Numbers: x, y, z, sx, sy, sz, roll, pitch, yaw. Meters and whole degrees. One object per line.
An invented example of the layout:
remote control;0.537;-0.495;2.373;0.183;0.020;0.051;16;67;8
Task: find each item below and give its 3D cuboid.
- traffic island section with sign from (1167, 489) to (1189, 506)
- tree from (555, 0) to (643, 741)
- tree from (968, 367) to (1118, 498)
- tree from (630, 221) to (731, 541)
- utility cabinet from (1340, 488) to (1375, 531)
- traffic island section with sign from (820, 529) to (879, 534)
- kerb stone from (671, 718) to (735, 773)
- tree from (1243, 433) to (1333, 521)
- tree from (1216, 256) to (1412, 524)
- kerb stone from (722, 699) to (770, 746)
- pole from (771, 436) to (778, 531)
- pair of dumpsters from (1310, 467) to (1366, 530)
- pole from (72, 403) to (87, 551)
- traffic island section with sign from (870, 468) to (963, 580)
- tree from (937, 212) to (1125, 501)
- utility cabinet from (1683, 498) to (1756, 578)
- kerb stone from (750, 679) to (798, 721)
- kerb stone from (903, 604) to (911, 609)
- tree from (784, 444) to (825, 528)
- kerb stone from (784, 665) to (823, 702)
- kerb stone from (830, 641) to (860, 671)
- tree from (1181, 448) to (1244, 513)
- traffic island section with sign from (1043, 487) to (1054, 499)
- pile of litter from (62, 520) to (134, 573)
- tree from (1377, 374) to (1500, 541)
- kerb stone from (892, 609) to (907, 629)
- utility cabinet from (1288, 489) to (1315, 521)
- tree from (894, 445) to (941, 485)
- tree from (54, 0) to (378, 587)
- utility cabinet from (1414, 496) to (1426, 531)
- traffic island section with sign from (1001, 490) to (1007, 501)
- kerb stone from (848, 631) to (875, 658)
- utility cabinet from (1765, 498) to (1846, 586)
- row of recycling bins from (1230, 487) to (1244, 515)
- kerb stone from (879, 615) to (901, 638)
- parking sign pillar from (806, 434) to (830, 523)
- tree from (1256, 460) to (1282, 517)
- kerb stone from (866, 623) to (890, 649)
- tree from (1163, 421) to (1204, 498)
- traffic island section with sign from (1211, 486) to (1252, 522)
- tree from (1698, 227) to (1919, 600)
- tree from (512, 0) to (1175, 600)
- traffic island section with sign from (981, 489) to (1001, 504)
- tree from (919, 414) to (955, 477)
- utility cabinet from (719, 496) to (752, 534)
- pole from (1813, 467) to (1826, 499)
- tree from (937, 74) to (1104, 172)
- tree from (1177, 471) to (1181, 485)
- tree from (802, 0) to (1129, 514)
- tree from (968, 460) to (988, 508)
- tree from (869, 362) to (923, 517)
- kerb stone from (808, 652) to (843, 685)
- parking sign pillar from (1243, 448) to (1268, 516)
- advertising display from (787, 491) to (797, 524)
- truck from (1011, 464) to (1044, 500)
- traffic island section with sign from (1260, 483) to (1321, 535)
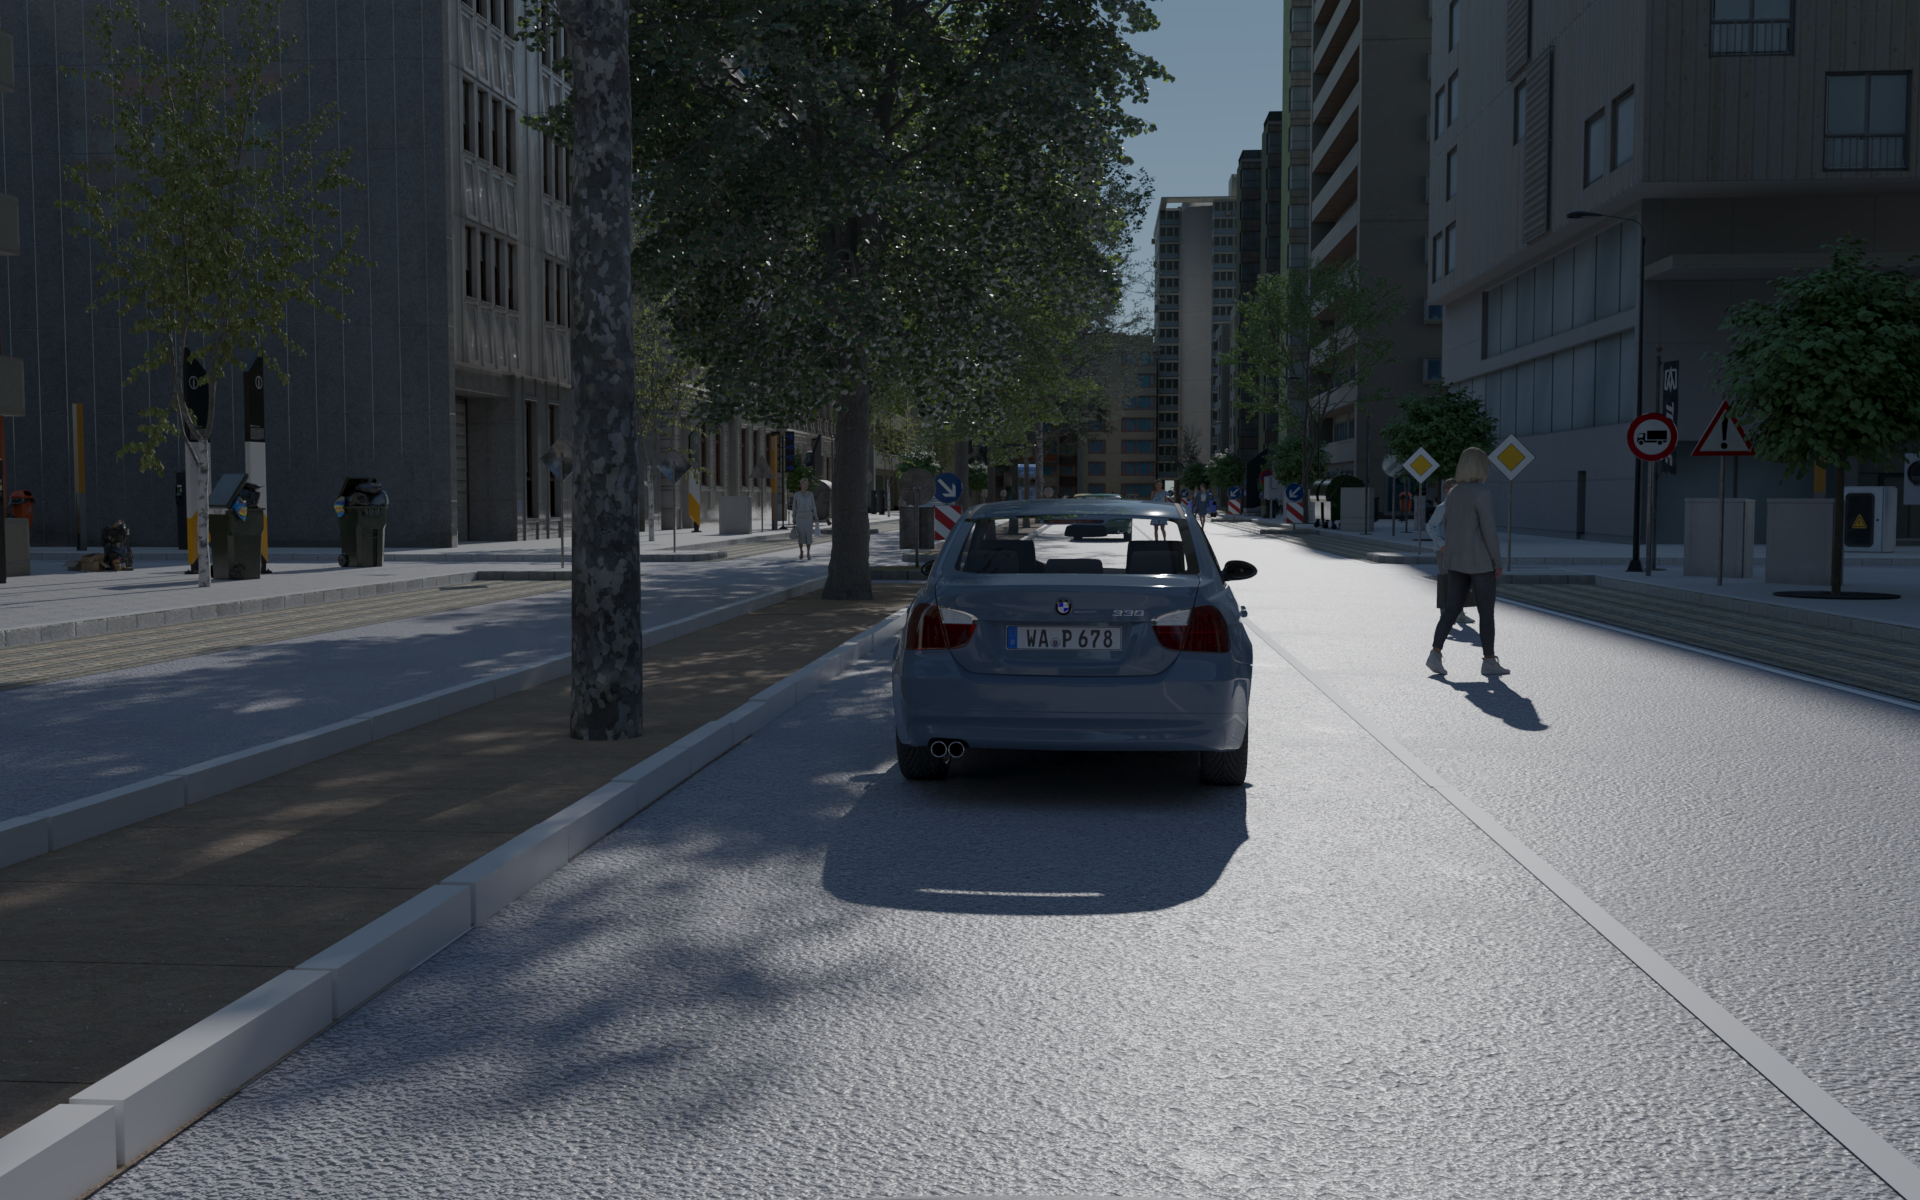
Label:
traffic island section with sign;17.798;-7.928;138.256;1.989;1.847;2.006;0;4;5
tree;-3.222;-9.308;10.529;12.611;20.169;13.585;0;3;0
tree;4.549;-9.724;95.863;8.767;10.594;7.601;0;4;5
tree;-8.298;-5.887;46.620;4.360;8.622;3.978;0;3;0
utility cabinet;13.621;-3.099;59.345;0.318;1.500;1.173;-3;5;-42
traffic island section with sign;-3.991;-3.310;62.745;1.989;1.847;2.006;0;4;5
kerb stone;-1.385;0.789;9.293;0.120;0.150;1.000;0;4;5
tree;16.195;-6.079;83.108;4.285;4.588;4.351;0;3;0
tree;15.072;-9.099;74.521;9.928;11.665;9.643;0;3;0
kerb stone;-1.300;0.740;10.312;0.120;0.150;1.000;0;4;5
pole;-6.522;-4.098;60.850;0.158;3.312;0.155;0;3;0
pair of dumpsters;14.030;-3.776;64.227;1.574;2.255;4.437;0;4;5
pole;-19.851;-2.765;39.052;0.158;3.312;0.155;0;3;0
traffic island section with sign;-0.808;-1.324;29.786;2.006;1.907;1.989;0;4;5
tree;1.978;-8.083;60.376;9.928;11.665;9.643;0;3;0
utility cabinet;11.757;-0.958;26.828;0.306;1.237;1.020;-2;4;-33
kerb stone;-1.222;0.665;11.331;0.120;0.150;1.000;0;4;5
kerb stone;-0.577;0.167;19.496;0.120;0.150;1.000;0;4;5
tree;-6.211;-4.355;65.800;1.663;3.219;1.824;0;3;0
kerb stone;-1.137;0.603;12.349;0.120;0.150;1.000;0;4;5
kerb stone;-0.976;0.477;14.393;0.120;0.150;1.000;0;4;5
tree;18.477;-8.344;120.134;4.285;4.588;4.351;0;3;0
traffic island section with sign;5.700;-6.357;112.075;2.006;1.907;1.989;0;4;5
pile of litter;-14.428;-0.922;29.040;1.176;0.858;1.719;-1;4;-10
tree;13.216;-3.911;47.662;4.285;4.588;4.351;0;3;0
kerb stone;-0.660;0.227;18.478;0.120;0.150;1.000;0;4;5
utility cabinet;15.857;-4.387;80.403;1.173;1.500;0.318;2;4;32
tree;-2.825;-7.889;112.703;4.285;4.588;4.351;0;3;0
tree;-10.407;-4.499;23.918;4.737;8.622;4.395;0;3;0
utility cabinet;15.998;-3.004;60.271;0.306;1.237;1.020;1;4;9
traffic island section with sign;4.254;-9.685;166.974;1.989;1.847;2.006;0;4;5
kerb stone;-0.903;0.415;15.412;0.120;0.150;1.000;0;4;5
utility cabinet;12.013;-0.823;24.620;0.306;1.237;1.020;-2;4;-32
row of recycling bins;17.421;-6.171;108.003;1.069;1.692;3.534;0;4;0
kerb stone;-0.737;0.290;17.452;0.120;0.150;1.000;0;4;5
parking sign pillar;-6.551;-5.449;77.563;1.447;3.967;1.447;1;4;9
tree;17.239;-6.307;97.727;1.663;3.219;1.824;0;3;0
kerb stone;-0.813;0.352;16.433;0.120;0.150;1.000;0;4;5
tree;22.857;-13.782;175.705;4.360;8.622;3.978;0;3;0
traffic island section with sign;13.885;-4.903;88.789;1.989;1.847;2.006;0;4;5
tree;10.902;-2.317;21.605;4.285;4.588;4.351;0;3;0
tree;-1.524;-6.977;23.186;9.857;13.997;8.962;0;3;0
traffic island section with sign;2.080;-8.007;139.535;1.989;1.847;2.006;0;4;5
tree;-1.462;-11.103;131.901;4.737;8.622;4.395;0;3;0
utility cabinet;-7.177;-2.704;55.376;1.020;1.237;0.306;1;4;12
pole;13.838;-2.080;27.859;0.158;3.312;0.155;0;3;0
tree;0.904;-8.348;49.321;12.009;13.543;11.850;0;3;0
tree;21.209;-10.446;154.509;4.285;4.588;4.351;0;3;0
tree;-0.046;-7.277;39.565;7.486;12.596;7.792;0;3;0
tree;1.932;-11.887;178.058;4.285;4.588;4.351;0;3;0
tree;-3.932;-8.900;95.882;4.360;8.622;3.978;0;3;0
kerb stone;-1.058;0.540;13.370;0.120;0.150;1.000;0;4;5
parking sign pillar;17.164;-6.858;100.594;1.447;3.967;1.447;-1;4;-14
advertising display;-6.879;-4.198;73.843;0.974;1.923;0.123;0;4;4
truck;6.549;-10.516;161.689;2.967;4.110;18.799;0;4;4
traffic island section with sign;11.768;-3.259;61.917;1.989;1.847;2.006;0;4;5
